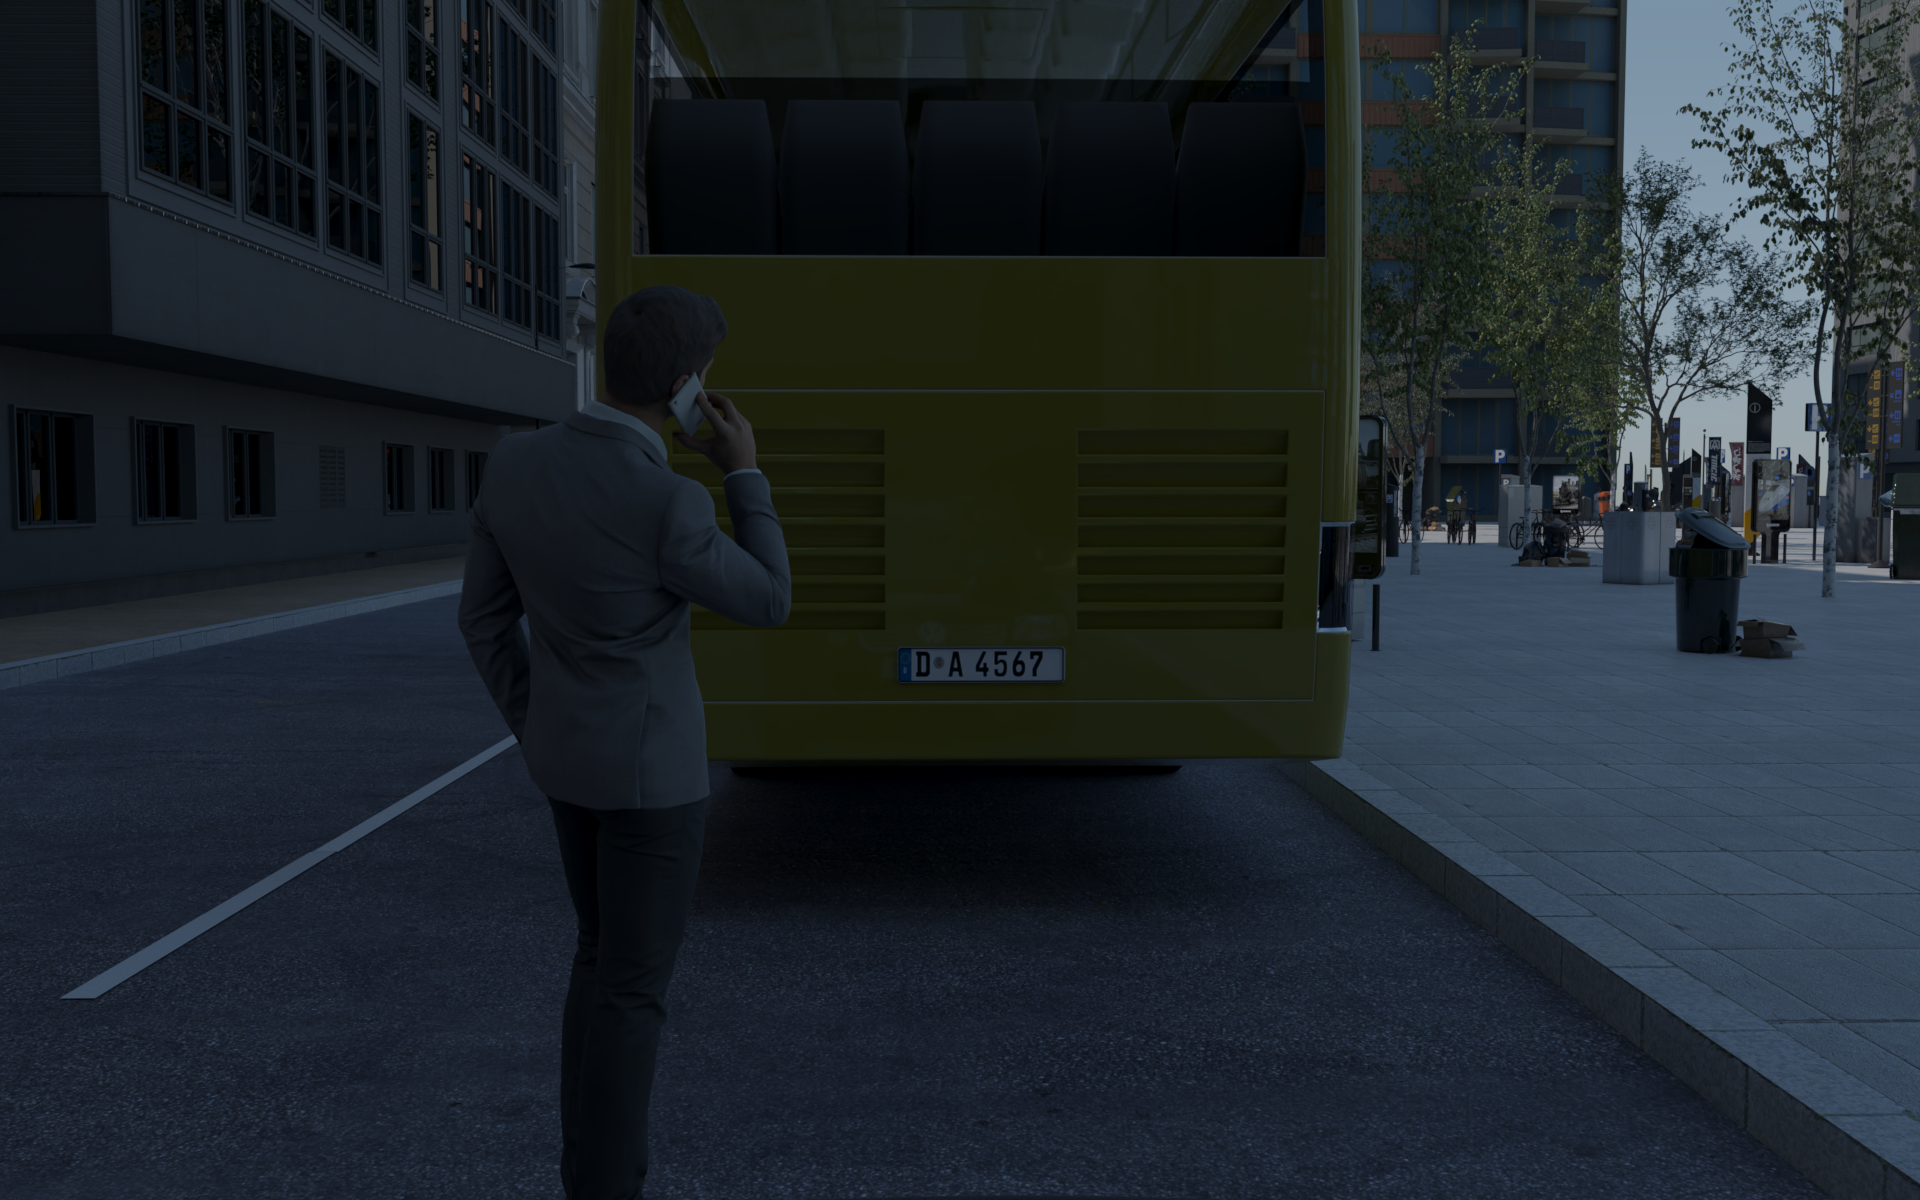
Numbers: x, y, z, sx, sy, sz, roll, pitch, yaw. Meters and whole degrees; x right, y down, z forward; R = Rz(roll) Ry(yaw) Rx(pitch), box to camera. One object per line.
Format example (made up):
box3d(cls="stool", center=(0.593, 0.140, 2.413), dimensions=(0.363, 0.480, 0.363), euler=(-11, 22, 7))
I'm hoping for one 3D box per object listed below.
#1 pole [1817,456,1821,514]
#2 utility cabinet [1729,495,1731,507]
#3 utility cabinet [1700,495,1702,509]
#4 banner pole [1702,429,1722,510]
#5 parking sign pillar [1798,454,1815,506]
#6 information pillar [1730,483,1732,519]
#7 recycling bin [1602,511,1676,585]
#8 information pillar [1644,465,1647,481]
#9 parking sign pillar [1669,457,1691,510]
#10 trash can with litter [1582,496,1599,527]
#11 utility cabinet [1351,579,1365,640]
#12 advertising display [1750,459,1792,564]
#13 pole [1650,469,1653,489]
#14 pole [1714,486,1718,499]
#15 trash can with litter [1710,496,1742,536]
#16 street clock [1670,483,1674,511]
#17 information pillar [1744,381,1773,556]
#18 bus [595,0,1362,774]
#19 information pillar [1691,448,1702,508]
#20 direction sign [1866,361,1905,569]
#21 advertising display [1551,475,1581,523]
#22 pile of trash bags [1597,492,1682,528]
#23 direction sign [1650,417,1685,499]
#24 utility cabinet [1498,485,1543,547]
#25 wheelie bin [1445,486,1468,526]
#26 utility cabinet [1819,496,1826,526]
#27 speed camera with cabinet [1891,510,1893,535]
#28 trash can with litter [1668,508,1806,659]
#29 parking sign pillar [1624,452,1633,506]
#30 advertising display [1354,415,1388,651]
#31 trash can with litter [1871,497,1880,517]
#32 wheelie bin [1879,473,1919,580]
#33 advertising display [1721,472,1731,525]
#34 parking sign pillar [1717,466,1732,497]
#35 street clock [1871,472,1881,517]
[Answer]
box3d(cls="pole", center=(46.194, -6.083, 93.295), dimensions=(0.158, 3.312, 0.155), euler=(0, 3, 0))
box3d(cls="utility cabinet", center=(58.345, -7.334, 131.078), dimensions=(1.020, 1.237, 0.306), euler=(1, 4, 14))
box3d(cls="utility cabinet", center=(62.917, -8.259, 146.194), dimensions=(0.306, 1.237, 1.020), euler=(-1, 4, -12))
box3d(cls="banner pole", center=(28.790, -4.679, 66.511), dimensions=(0.863, 3.779, 0.401), euler=(1, 4, 9))
box3d(cls="parking sign pillar", center=(57.071, -7.845, 116.737), dimensions=(1.447, 3.967, 1.447), euler=(-2, 4, -27))
box3d(cls="information pillar", center=(36.704, -4.742, 82.018), dimensions=(0.304, 2.012, 0.304), euler=(3, 4, 36))
box3d(cls="recycling bin", center=(9.727, -0.750, 24.811), dimensions=(0.722, 1.027, 0.722), euler=(-2, 4, -28))
box3d(cls="information pillar", center=(54.530, -8.955, 137.774), dimensions=(0.183, 3.616, 0.504), euler=(2, 4, 33))
box3d(cls="parking sign pillar", center=(51.628, -8.296, 124.115), dimensions=(1.447, 3.967, 1.447), euler=(0, 4, 5))
box3d(cls="trash can with litter", center=(24.615, -3.536, 68.876), dimensions=(2.233, 1.210, 1.678), euler=(-3, 4, -37))
box3d(cls="utility cabinet", center=(2.991, -0.410, 15.387), dimensions=(1.173, 1.500, 0.318), euler=(3, 4, 39))
box3d(cls="advertising display", center=(14.937, -1.632, 31.897), dimensions=(0.974, 1.923, 0.123), euler=(-2, 4, -28))
box3d(cls="pole", center=(55.873, -8.944, 140.071), dimensions=(0.158, 3.312, 0.155), euler=(0, 3, 0))
box3d(cls="pole", center=(44.484, -6.609, 101.906), dimensions=(0.158, 3.312, 0.155), euler=(0, 3, 0))
box3d(cls="trash can with litter", center=(23.230, -2.543, 52.640), dimensions=(2.233, 1.210, 1.678), euler=(-3, 5, -41))
box3d(cls="street clock", center=(47.655, -6.827, 116.190), dimensions=(0.471, 2.002, 0.358), euler=(1, 4, 23))
box3d(cls="information pillar", center=(16.481, -2.718, 35.798), dimensions=(0.504, 3.616, 0.183), euler=(1, 4, 16))
box3d(cls="bus", center=(-0.096, -1.233, 11.708), dimensions=(2.896, 3.916, 12.252), euler=(0, 4, -2))
box3d(cls="information pillar", center=(37.189, -5.884, 87.563), dimensions=(0.504, 3.616, 0.183), euler=(1, 4, 17))
box3d(cls="direction sign", center=(15.932, -2.318, 29.893), dimensions=(0.379, 3.537, 0.876), euler=(-1, 4, -10))
box3d(cls="advertising display", center=(20.030, -3.183, 57.253), dimensions=(0.123, 1.923, 0.974), euler=(-3, 5, -43))
box3d(cls="pile of trash bags", center=(25.591, -3.389, 65.159), dimensions=(3.447, 1.369, 1.912), euler=(-1, 4, -12))
box3d(cls="direction sign", center=(20.900, -3.633, 51.400), dimensions=(0.379, 3.537, 0.876), euler=(-3, 5, -43))
box3d(cls="utility cabinet", center=(13.551, -2.029, 41.856), dimensions=(1.173, 1.500, 0.318), euler=(-2, 4, -30))
box3d(cls="wheelie bin", center=(19.760, -3.731, 68.905), dimensions=(0.693, 1.594, 0.980), euler=(-1, 4, -16))
box3d(cls="utility cabinet", center=(34.840, -3.569, 69.508), dimensions=(0.306, 1.237, 1.020), euler=(0, 4, 5))
box3d(cls="speed camera with cabinet", center=(29.205, -3.557, 52.499), dimensions=(0.660, 3.252, 2.038), euler=(-1, 4, -11))
box3d(cls="trash can with litter", center=(6.255, -0.154, 13.909), dimensions=(0.624, 1.170, 1.055), euler=(-3, 4, -36))
box3d(cls="parking sign pillar", center=(42.259, -7.400, 109.456), dimensions=(1.447, 3.967, 1.447), euler=(1, 4, 17))
box3d(cls="advertising display", center=(3.033, -0.558, 14.333), dimensions=(0.974, 1.923, 0.123), euler=(2, 4, 31))
box3d(cls="trash can with litter", center=(42.261, -4.198, 80.019), dimensions=(0.624, 1.170, 1.055), euler=(2, 4, 28))
box3d(cls="wheelie bin", center=(14.377, -1.112, 26.087), dimensions=(0.980, 1.594, 0.693), euler=(2, 4, 33))
box3d(cls="advertising display", center=(22.405, -2.784, 50.737), dimensions=(0.123, 1.923, 0.974), euler=(2, 4, 29))
box3d(cls="parking sign pillar", center=(62.678, -9.398, 142.131), dimensions=(1.447, 3.967, 1.447), euler=(-1, 4, -17))
box3d(cls="street clock", center=(30.678, -3.271, 58.057), dimensions=(0.358, 2.002, 0.471), euler=(1, 4, 13))
